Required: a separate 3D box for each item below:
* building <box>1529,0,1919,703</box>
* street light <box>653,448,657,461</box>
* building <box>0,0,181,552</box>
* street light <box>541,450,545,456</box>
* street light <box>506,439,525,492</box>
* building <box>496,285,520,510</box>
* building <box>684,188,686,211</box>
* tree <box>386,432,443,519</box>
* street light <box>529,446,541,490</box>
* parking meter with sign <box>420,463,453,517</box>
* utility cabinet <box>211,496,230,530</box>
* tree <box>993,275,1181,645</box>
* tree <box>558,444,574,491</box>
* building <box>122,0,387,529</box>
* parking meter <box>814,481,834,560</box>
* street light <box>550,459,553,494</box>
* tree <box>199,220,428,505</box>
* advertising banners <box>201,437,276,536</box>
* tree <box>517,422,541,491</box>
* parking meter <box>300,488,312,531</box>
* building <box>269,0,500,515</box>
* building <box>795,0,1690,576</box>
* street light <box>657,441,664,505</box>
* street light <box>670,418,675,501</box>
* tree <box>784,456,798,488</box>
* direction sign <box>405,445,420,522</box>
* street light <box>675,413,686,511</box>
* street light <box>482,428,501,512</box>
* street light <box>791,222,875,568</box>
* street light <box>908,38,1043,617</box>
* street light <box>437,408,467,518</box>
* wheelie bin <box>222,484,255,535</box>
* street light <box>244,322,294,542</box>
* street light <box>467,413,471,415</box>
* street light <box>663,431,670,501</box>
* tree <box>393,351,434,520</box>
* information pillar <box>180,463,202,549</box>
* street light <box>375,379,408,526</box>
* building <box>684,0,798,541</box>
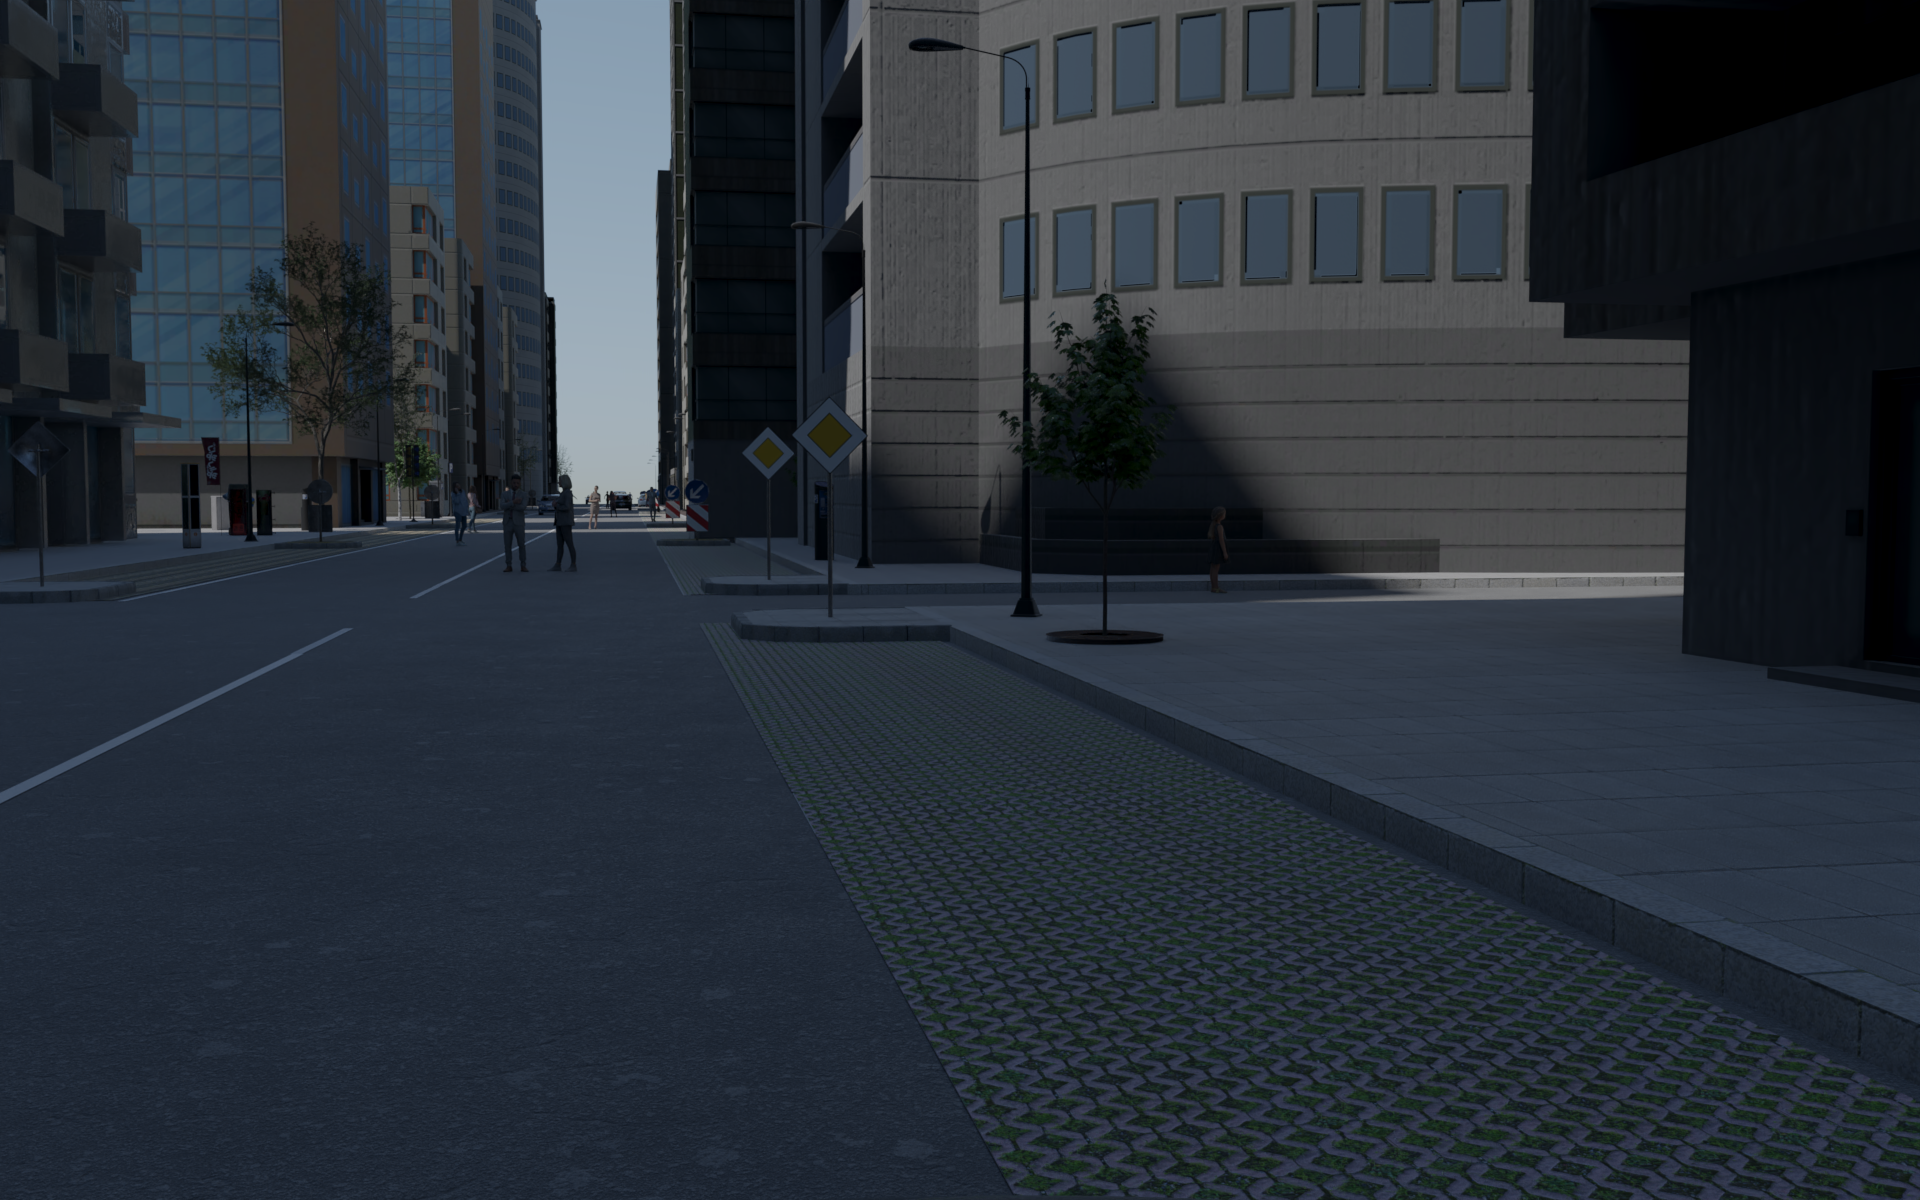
[{"bbox_3d":[11.583,-14.643,11.113,14.160,30.474,14.107,-1,4,-11],"label":"building"},{"bbox_3d":[-31.877,-13.026,185.517,1.470,5.913,1.316,-1,4,-11],"label":"street light"},{"bbox_3d":[-30.776,-25.359,34.236,23.786,49.044,30.456,-1,4,-11],"label":"building"},{"bbox_3d":[-44.188,-12.711,180.360,1.470,5.913,1.316,-1,4,-11],"label":"street light"},{"bbox_3d":[-37.487,-10.575,145.440,1.470,5.913,1.316,-1,4,-11],"label":"street light"},{"bbox_3d":[-53.929,-18.787,152.201,27.650,21.520,28.899,-1,4,-11],"label":"building"},{"bbox_3d":[0.407,-14.885,88.409,27.650,21.520,28.899,-1,4,-11],"label":"building"},{"bbox_3d":[-28.355,-6.445,89.085,4.285,4.588,4.351,0,3,0],"label":"tree"},{"bbox_3d":[-41.998,-12.016,168.995,1.470,5.913,1.316,-1,4,-11],"label":"street light"},{"bbox_3d":[-29.403,-6.175,97.218,1.738,3.016,0.543,0,4,3],"label":"parking meter with sign"},{"bbox_3d":[-26.163,-3.093,61.735,0.306,1.237,1.020,2,4,27],"label":"utility cabinet"},{"bbox_3d":[1.366,-1.262,15.239,1.663,3.219,1.824,0,3,0],"label":"tree"},{"bbox_3d":[-58.989,-18.610,254.636,4.360,8.622,3.978,0,3,0],"label":"tree"},{"bbox_3d":[-31.128,-25.634,69.226,14.600,45.320,14.200,-1,4,-11],"label":"building"},{"bbox_3d":[-2.636,-1.540,33.592,0.372,1.533,0.369,0,3,0],"label":"parking meter"},{"bbox_3d":[-48.575,-14.110,203.233,1.470,5.913,1.316,-1,4,-11],"label":"street light"},{"bbox_3d":[-22.428,-7.683,60.028,8.767,10.594,7.601,0,4,6],"label":"tree"},{"bbox_3d":[-22.220,-3.496,53.340,2.074,3.025,0.090,-1,4,-15],"label":"advertising banners"},{"bbox_3d":[-43.723,-13.527,171.527,4.360,8.622,3.978,0,3,0],"label":"tree"},{"bbox_3d":[-22.895,-3.197,60.675,0.372,1.533,0.369,0,3,0],"label":"parking meter"},{"bbox_3d":[-42.907,-29.454,131.680,14.600,45.320,14.200,-1,4,-11],"label":"building"},{"bbox_3d":[11.289,-30.271,36.937,28.212,58.520,21.231,-1,4,-11],"label":"building"},{"bbox_3d":[-25.533,-10.958,151.708,1.470,5.913,1.316,-1,4,-11],"label":"street light"},{"bbox_3d":[-16.611,-8.100,104.976,1.470,5.913,1.316,-1,4,-11],"label":"street light"},{"bbox_3d":[-3.926,-3.337,49.161,1.663,3.219,1.824,0,3,0],"label":"tree"},{"bbox_3d":[-25.143,-5.358,79.596,0.379,3.537,0.876,2,4,23],"label":"direction sign"},{"bbox_3d":[-15.502,-7.788,99.876,1.470,5.913,1.316,-1,4,-11],"label":"street light"},{"bbox_3d":[-33.174,-9.175,122.553,1.470,5.913,1.316,-1,4,-11],"label":"street light"},{"bbox_3d":[-2.184,-3.502,29.795,1.470,5.913,1.316,-1,4,-11],"label":"street light"},{"bbox_3d":[0.164,-2.775,17.908,1.470,5.913,1.316,-1,4,-11],"label":"street light"},{"bbox_3d":[-27.680,-7.412,93.724,1.470,5.913,1.316,-1,4,-11],"label":"street light"},{"bbox_3d":[-22.557,-2.832,54.212,0.980,1.594,0.693,-1,4,-13],"label":"wheelie bin"},{"bbox_3d":[-18.634,-4.538,46.741,1.470,5.913,1.316,-1,4,-11],"label":"street light"},{"bbox_3d":[-28.681,-7.745,99.172,1.470,5.913,1.316,-1,4,-11],"label":"street light"},{"bbox_3d":[-20.975,-9.520,128.186,1.470,5.913,1.316,-1,4,-11],"label":"street light"},{"bbox_3d":[-27.445,-8.186,84.197,4.360,8.622,3.978,0,3,0],"label":"tree"},{"bbox_3d":[-18.138,-2.224,40.852,0.304,2.012,0.304,2,4,32],"label":"information pillar"},{"bbox_3d":[-22.827,-5.939,69.651,1.470,5.913,1.316,-1,4,-11],"label":"street light"},{"bbox_3d":[-2.147,-17.490,57.666,14.160,30.474,14.107,-1,4,-11],"label":"building"}]
